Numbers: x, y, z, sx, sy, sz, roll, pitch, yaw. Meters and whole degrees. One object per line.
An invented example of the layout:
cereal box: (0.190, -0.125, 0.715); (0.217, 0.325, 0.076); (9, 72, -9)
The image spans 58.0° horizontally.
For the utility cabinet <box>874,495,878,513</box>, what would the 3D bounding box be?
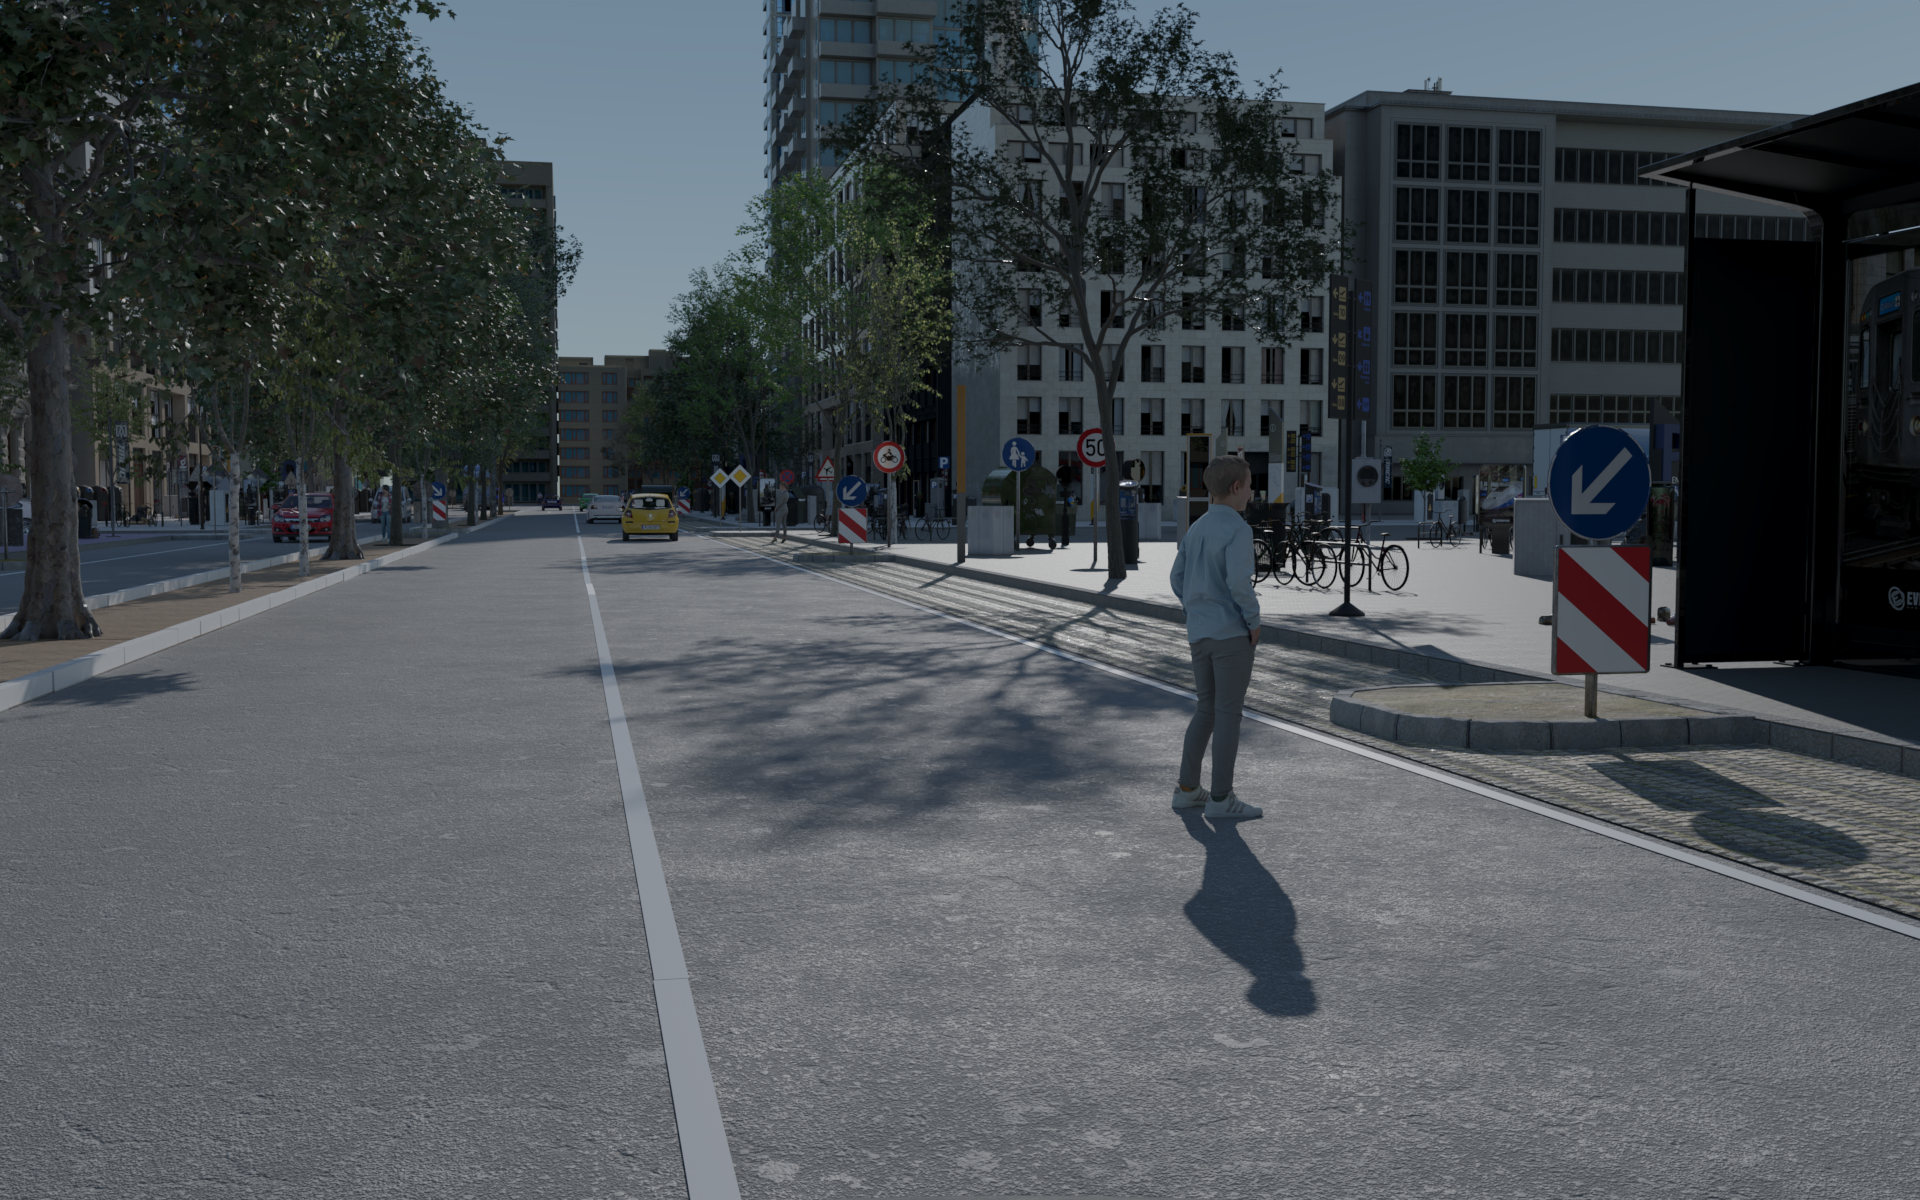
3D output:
utility cabinet: (-3.866, -4.713, 88.217); (1.020, 1.237, 0.306); (0, 4, -4)

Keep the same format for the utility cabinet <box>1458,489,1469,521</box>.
utility cabinet: (24.048, -4.533, 82.798); (0.318, 1.500, 1.173); (0, 4, 4)

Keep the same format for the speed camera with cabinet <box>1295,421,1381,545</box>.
speed camera with cabinet: (9.519, -3.015, 43.636); (2.038, 3.252, 0.660); (0, 4, -1)

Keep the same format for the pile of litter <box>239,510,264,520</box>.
pile of litter: (-35.013, -4.354, 85.157); (1.176, 0.858, 1.719); (-2, 4, -30)

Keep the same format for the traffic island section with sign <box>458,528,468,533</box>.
traffic island section with sign: (-19.253, -3.414, 63.961); (2.006, 1.907, 1.989); (-1, 4, -13)

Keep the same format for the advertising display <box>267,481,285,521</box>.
advertising display: (-32.727, -4.751, 82.889); (0.123, 1.923, 0.974); (2, 4, 25)

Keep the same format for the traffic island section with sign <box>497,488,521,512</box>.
traffic island section with sign: (-35.745, -7.898, 137.274); (2.006, 1.907, 1.989); (-1, 4, -13)

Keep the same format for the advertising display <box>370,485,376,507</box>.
advertising display: (-40.179, -6.935, 118.607); (0.123, 1.923, 0.974); (-3, 4, -36)

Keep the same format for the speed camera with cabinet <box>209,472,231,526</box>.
speed camera with cabinet: (-29.920, -4.644, 70.272); (0.660, 3.252, 2.038); (-1, 4, -11)

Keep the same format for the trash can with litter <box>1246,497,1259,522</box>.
trash can with litter: (14.364, -4.293, 81.242); (2.233, 1.210, 1.678); (0, 4, -4)

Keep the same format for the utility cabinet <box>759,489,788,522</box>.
utility cabinet: (-8.518, -4.333, 79.525); (1.173, 1.500, 0.318); (-1, 4, -18)

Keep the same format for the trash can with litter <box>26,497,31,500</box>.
trash can with litter: (-41.285, -4.029, 77.259); (1.055, 1.170, 0.624); (1, 4, 20)

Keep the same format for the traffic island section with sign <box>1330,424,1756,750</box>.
traffic island section with sign: (3.386, -0.123, 10.632); (1.989, 1.847, 2.006); (-1, 4, -13)

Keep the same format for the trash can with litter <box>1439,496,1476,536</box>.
trash can with litter: (15.332, -2.603, 53.620); (1.678, 1.210, 2.233); (2, 4, 33)

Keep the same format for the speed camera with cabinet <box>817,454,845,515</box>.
speed camera with cabinet: (-6.354, -5.552, 85.117); (0.660, 3.252, 2.038); (-2, 4, -31)

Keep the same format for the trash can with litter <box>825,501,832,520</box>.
trash can with litter: (-6.435, -4.371, 82.852); (1.055, 1.170, 0.624); (2, 4, 30)

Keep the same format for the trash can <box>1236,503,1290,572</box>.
trash can: (5.103, -1.047, 28.765); (0.748, 1.137, 0.748); (0, 3, 0)

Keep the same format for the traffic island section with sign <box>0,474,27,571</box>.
traffic island section with sign: (-18.485, -1.510, 33.319); (1.989, 1.847, 2.006); (-1, 4, -13)

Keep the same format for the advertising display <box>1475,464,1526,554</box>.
advertising display: (11.609, -1.952, 37.127); (0.974, 1.923, 0.123); (2, 4, 32)

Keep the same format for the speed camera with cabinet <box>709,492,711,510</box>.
speed camera with cabinet: (-18.927, -8.656, 135.867); (2.038, 3.252, 0.660); (0, 4, -3)

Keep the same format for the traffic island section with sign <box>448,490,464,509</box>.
traffic island section with sign: (-47.481, -9.398, 162.281); (1.989, 1.847, 2.006); (-1, 4, -13)

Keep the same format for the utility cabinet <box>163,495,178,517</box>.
utility cabinet: (-44.956, -5.360, 98.792); (1.020, 1.237, 0.306); (1, 4, 15)

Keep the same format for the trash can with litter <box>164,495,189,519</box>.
trash can with litter: (-40.382, -4.867, 90.634); (2.233, 1.210, 1.678); (1, 4, 11)

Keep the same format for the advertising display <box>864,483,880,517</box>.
advertising display: (-4.982, -5.683, 98.132); (0.974, 1.923, 0.123); (-2, 4, -31)

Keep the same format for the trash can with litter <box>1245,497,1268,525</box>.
trash can with litter: (13.274, -3.989, 76.610); (1.055, 1.170, 0.624); (-1, 4, -18)

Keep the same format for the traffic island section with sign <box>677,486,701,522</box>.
traffic island section with sign: (-14.606, -5.014, 90.614); (1.989, 1.847, 2.006); (-1, 4, -13)

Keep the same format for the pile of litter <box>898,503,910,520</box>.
pile of litter: (-3.034, -4.463, 86.938); (1.176, 0.858, 1.719); (1, 4, 12)

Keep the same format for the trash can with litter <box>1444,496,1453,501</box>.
trash can with litter: (29.637, -5.752, 105.440); (1.055, 1.170, 0.624); (-1, 4, -14)

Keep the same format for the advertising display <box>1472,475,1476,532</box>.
advertising display: (17.617, -3.271, 58.700); (0.123, 1.923, 0.974); (3, 5, 39)

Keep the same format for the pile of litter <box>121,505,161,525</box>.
pile of litter: (-34.246, -3.568, 72.299); (1.719, 0.858, 1.176); (2, 4, 24)

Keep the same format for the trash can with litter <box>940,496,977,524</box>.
trash can with litter: (0.158, -3.929, 75.296); (2.233, 1.210, 1.678); (2, 4, 24)

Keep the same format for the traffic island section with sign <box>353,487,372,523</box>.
traffic island section with sign: (-30.563, -4.793, 86.996); (1.989, 1.847, 2.006); (-1, 4, -13)

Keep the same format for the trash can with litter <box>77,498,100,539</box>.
trash can with litter: (-25.159, -2.346, 49.737); (0.624, 1.170, 1.055); (0, 4, -6)

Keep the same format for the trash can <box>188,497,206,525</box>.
trash can: (-32.058, -3.738, 72.764); (0.748, 1.137, 0.748); (0, 3, 0)

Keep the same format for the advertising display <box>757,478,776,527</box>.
advertising display: (-7.662, -3.881, 68.662); (0.123, 1.923, 0.974); (3, 4, 36)

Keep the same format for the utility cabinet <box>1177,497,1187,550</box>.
utility cabinet: (5.455, -1.783, 40.314); (0.306, 1.237, 1.020); (3, 5, 42)

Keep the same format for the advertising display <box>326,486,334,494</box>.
advertising display: (-48.300, -7.833, 133.281); (0.974, 1.923, 0.123); (0, 4, -3)

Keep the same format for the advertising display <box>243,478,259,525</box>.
advertising display: (-29.121, -4.033, 71.151); (0.974, 1.923, 0.123); (2, 4, 35)

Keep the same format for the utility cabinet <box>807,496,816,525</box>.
utility cabinet: (-6.207, -3.764, 72.703); (0.306, 1.237, 1.020); (-1, 4, -10)

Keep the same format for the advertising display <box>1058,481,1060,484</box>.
advertising display: (4.473, -4.267, 74.986); (0.123, 1.923, 0.974); (-1, 4, -16)

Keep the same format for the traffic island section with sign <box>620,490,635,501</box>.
traffic island section with sign: (-31.667, -9.656, 166.508); (1.989, 1.847, 2.006); (-1, 4, -13)

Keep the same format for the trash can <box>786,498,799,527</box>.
trash can: (-6.729, -3.485, 68.639); (0.748, 1.137, 0.748); (0, 3, 0)

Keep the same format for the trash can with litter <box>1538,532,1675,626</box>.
trash can with litter: (6.585, -0.370, 17.103); (2.233, 1.210, 1.678); (-2, 4, -29)

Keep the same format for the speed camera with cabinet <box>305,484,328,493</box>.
speed camera with cabinet: (-40.690, -6.984, 108.521); (2.038, 3.252, 0.660); (0, 4, -3)

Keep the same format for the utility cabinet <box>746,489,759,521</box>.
utility cabinet: (-9.625, -4.511, 82.437); (1.173, 1.500, 0.318); (2, 4, 32)

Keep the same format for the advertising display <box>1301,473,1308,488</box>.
advertising display: (10.676, -2.969, 53.756); (0.123, 1.923, 0.974); (1, 4, 17)

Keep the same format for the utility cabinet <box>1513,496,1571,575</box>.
utility cabinet: (9.317, -0.997, 27.456); (1.020, 1.237, 0.306); (1, 4, 12)

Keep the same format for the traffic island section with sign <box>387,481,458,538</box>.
traffic island section with sign: (-17.637, -2.972, 56.732); (2.006, 1.907, 1.989); (-1, 4, -13)

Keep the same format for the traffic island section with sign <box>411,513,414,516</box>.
traffic island section with sign: (-36.480, -6.402, 113.296); (1.989, 1.847, 2.006); (-1, 4, -13)

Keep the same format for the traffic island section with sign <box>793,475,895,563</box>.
traffic island section with sign: (-2.529, -1.731, 36.932); (1.989, 1.847, 2.006); (-1, 4, -13)

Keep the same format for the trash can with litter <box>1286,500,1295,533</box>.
trash can with litter: (10.999, -2.769, 56.662); (0.624, 1.170, 1.055); (3, 5, 40)
